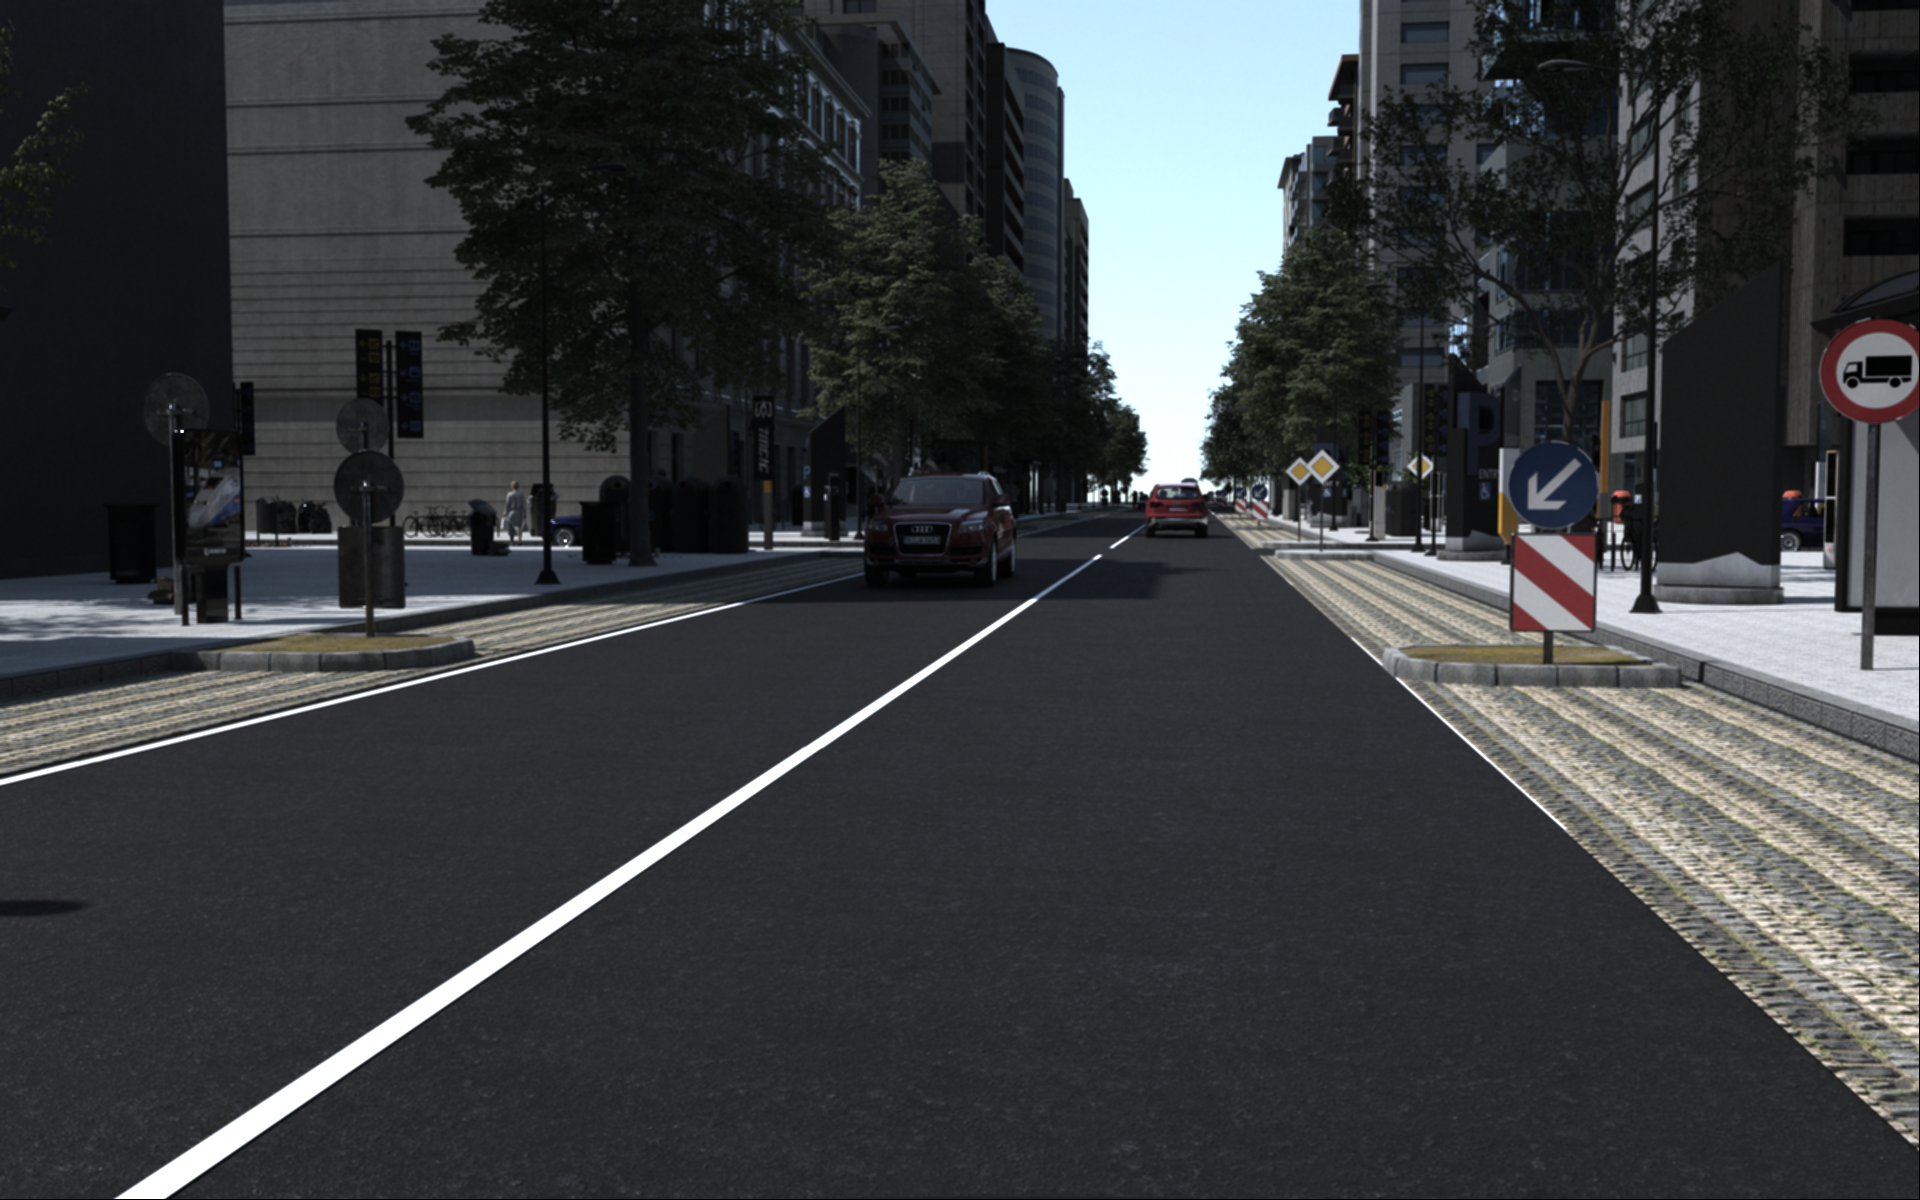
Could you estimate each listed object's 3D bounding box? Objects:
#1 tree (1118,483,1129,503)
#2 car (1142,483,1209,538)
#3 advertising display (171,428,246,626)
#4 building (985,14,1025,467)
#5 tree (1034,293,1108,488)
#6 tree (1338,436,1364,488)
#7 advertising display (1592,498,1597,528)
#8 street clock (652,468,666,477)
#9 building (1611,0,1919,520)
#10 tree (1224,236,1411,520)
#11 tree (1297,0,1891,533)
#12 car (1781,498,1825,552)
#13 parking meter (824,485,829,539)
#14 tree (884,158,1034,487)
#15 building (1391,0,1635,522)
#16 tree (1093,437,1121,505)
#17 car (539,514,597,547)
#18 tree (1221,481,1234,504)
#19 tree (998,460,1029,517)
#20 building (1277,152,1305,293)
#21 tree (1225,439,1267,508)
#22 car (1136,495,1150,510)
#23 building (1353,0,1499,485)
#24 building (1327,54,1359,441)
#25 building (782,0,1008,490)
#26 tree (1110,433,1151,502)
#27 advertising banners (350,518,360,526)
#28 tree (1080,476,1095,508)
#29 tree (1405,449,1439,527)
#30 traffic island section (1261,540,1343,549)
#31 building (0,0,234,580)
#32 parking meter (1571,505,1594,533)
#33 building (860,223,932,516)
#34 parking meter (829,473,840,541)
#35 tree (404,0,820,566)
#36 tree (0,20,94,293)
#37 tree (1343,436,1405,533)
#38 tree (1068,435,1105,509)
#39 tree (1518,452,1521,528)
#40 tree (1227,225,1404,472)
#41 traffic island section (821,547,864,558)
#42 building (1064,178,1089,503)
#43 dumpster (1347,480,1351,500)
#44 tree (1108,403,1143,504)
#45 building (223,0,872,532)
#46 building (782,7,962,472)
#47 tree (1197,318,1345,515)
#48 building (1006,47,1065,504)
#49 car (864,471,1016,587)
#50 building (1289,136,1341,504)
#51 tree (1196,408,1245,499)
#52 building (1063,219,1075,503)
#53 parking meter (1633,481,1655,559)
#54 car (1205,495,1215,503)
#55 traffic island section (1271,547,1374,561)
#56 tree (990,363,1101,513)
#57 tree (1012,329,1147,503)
[{"bbox_3d":[24.560,-16.090,257.675,1.663,3.219,1.824,0,3,0],"label":"tree"},{"bbox_3d":[7.262,-3.038,58.339,2.281,1.827,5.304,0,4,6],"label":"car"},{"bbox_3d":[-7.461,-0.735,17.235,0.123,1.923,0.974,1,4,11],"label":"advertising display"},{"bbox_3d":[-4.895,-34.087,181.019,21.300,48.544,21.600,0,4,8],"label":"building"},{"bbox_3d":[1.454,-10.017,81.912,7.486,12.596,7.792,0,3,0],"label":"tree"},{"bbox_3d":[20.803,-6.820,95.217,4.285,4.588,4.351,0,3,0],"label":"tree"},{"bbox_3d":[21.735,-3.327,59.618,0.123,1.923,0.974,0,4,6],"label":"advertising display"},{"bbox_3d":[-8.333,-2.655,47.984,0.358,2.002,0.471,-2,4,-33],"label":"street clock"},{"bbox_3d":[31.582,-17.627,59.899,14.107,30.474,14.160,0,4,8],"label":"building"},{"bbox_3d":[17.537,-10.983,86.234,9.857,13.997,8.962,0,3,0],"label":"tree"},{"bbox_3d":[9.442,-5.669,27.097,8.767,10.594,7.601,1,4,16],"label":"tree"},{"bbox_3d":[20.731,-1.738,41.003,3.894,1.354,1.945,1,4,8],"label":"car"},{"bbox_3d":[-3.728,-2.538,49.914,0.372,1.533,0.369,0,3,0],"label":"parking meter"},{"bbox_3d":[-2.135,-8.591,58.586,7.486,12.596,7.792,0,3,0],"label":"tree"},{"bbox_3d":[36.565,-47.635,91.498,22.319,86.520,31.000,0,4,8],"label":"building"},{"bbox_3d":[16.111,-15.097,197.193,4.737,8.622,4.395,0,3,0],"label":"tree"},{"bbox_3d":[-8.893,-1.996,45.212,3.894,1.354,1.945,0,4,7],"label":"car"},{"bbox_3d":[38.976,-15.801,252.942,1.663,3.219,1.824,0,3,0],"label":"tree"},{"bbox_3d":[3.029,-6.293,97.488,1.663,3.219,1.824,0,3,0],"label":"tree"},{"bbox_3d":[62.749,-41.089,261.037,28.713,52.752,27.495,0,4,8],"label":"building"},{"bbox_3d":[26.879,-12.931,161.777,4.737,8.622,4.395,0,3,0],"label":"tree"},{"bbox_3d":[17.195,-8.957,159.025,1.945,1.354,3.894,0,4,7],"label":"car"},{"bbox_3d":[43.322,-36.690,141.878,21.231,58.520,28.212,0,4,8],"label":"building"},{"bbox_3d":[47.689,-31.567,170.739,22.147,44.769,28.867,0,4,8],"label":"building"},{"bbox_3d":[-6.154,-44.054,158.538,20.563,71.187,20.611,0,4,8],"label":"building"},{"bbox_3d":[26.502,-21.354,274.899,9.928,11.665,9.643,0,3,0],"label":"tree"},{"bbox_3d":[-12.269,-2.388,35.235,0.090,3.025,2.074,-2,4,-28],"label":"advertising banners"},{"bbox_3d":[11.379,-9.971,157.627,1.663,3.219,1.824,0,3,0],"label":"tree"},{"bbox_3d":[17.836,-4.446,67.294,1.663,3.219,1.824,0,3,0],"label":"tree"},{"bbox_3d":[9.117,-1.479,46.466,2.009,0.180,2.903,0,4,8],"label":"traffic island section"},{"bbox_3d":[-26.006,-14.322,27.673,24.014,27.812,14.314,0,4,8],"label":"building"},{"bbox_3d":[11.961,-1.684,33.252,0.399,1.863,0.255,1,4,17],"label":"parking meter"},{"bbox_3d":[-8.049,-15.021,110.214,10.561,19.102,19.286,0,4,8],"label":"building"},{"bbox_3d":[-3.437,-2.543,47.292,0.255,1.863,0.399,-1,4,-13],"label":"parking meter"},{"bbox_3d":[-5.620,-6.853,30.167,7.486,12.596,7.792,0,3,0],"label":"tree"},{"bbox_3d":[-12.470,-4.232,19.558,4.737,8.622,4.395,0,3,0],"label":"tree"},{"bbox_3d":[13.353,-3.807,56.846,1.663,3.219,1.824,0,3,0],"label":"tree"},{"bbox_3d":[10.870,-12.406,153.194,4.360,8.622,3.978,0,3,0],"label":"tree"},{"bbox_3d":[20.948,-4.367,66.000,1.663,3.219,1.824,0,3,0],"label":"tree"},{"bbox_3d":[15.136,-9.533,73.985,7.486,12.596,7.792,0,3,0],"label":"tree"},{"bbox_3d":[-1.942,-1.077,39.886,2.009,0.180,2.903,0,4,8],"label":"traffic island section"},{"bbox_3d":[8.633,-39.473,269.086,21.300,48.544,21.600,0,4,8],"label":"building"},{"bbox_3d":[17.206,-4.737,79.950,1.502,2.255,1.985,0,4,8],"label":"dumpster"},{"bbox_3d":[19.102,-18.024,212.823,7.486,12.596,7.792,0,3,0],"label":"tree"},{"bbox_3d":[-15.939,-18.505,78.964,17.030,29.872,44.131,0,4,8],"label":"building"},{"bbox_3d":[-15.258,-27.260,137.577,32.217,40.220,23.993,0,4,8],"label":"building"},{"bbox_3d":[19.821,-11.663,107.693,9.611,12.733,9.660,0,3,0],"label":"tree"},{"bbox_3d":[2.188,-42.006,228.790,21.231,58.520,28.212,0,4,8],"label":"building"},{"bbox_3d":[-0.249,-1.216,28.553,2.281,1.827,5.304,0,4,7],"label":"car"},{"bbox_3d":[55.701,-37.436,231.692,23.786,49.044,30.456,0,4,8],"label":"building"},{"bbox_3d":[30.393,-16.799,185.027,12.009,13.543,11.850,0,3,0],"label":"tree"},{"bbox_3d":[9.151,-34.705,251.013,14.154,41.232,14.086,0,4,8],"label":"building"},{"bbox_3d":[13.450,-1.569,34.072,0.372,1.533,0.369,0,3,0],"label":"parking meter"},{"bbox_3d":[38.875,-15.922,270.110,2.009,1.686,4.222,0,4,7],"label":"car"},{"bbox_3d":[8.061,-0.995,38.551,2.009,0.180,2.903,0,4,8],"label":"traffic island section"},{"bbox_3d":[5.552,-11.231,118.041,8.767,10.594,7.601,1,4,10],"label":"tree"},{"bbox_3d":[7.824,-13.955,134.813,9.857,13.997,8.962,0,3,0],"label":"tree"}]
